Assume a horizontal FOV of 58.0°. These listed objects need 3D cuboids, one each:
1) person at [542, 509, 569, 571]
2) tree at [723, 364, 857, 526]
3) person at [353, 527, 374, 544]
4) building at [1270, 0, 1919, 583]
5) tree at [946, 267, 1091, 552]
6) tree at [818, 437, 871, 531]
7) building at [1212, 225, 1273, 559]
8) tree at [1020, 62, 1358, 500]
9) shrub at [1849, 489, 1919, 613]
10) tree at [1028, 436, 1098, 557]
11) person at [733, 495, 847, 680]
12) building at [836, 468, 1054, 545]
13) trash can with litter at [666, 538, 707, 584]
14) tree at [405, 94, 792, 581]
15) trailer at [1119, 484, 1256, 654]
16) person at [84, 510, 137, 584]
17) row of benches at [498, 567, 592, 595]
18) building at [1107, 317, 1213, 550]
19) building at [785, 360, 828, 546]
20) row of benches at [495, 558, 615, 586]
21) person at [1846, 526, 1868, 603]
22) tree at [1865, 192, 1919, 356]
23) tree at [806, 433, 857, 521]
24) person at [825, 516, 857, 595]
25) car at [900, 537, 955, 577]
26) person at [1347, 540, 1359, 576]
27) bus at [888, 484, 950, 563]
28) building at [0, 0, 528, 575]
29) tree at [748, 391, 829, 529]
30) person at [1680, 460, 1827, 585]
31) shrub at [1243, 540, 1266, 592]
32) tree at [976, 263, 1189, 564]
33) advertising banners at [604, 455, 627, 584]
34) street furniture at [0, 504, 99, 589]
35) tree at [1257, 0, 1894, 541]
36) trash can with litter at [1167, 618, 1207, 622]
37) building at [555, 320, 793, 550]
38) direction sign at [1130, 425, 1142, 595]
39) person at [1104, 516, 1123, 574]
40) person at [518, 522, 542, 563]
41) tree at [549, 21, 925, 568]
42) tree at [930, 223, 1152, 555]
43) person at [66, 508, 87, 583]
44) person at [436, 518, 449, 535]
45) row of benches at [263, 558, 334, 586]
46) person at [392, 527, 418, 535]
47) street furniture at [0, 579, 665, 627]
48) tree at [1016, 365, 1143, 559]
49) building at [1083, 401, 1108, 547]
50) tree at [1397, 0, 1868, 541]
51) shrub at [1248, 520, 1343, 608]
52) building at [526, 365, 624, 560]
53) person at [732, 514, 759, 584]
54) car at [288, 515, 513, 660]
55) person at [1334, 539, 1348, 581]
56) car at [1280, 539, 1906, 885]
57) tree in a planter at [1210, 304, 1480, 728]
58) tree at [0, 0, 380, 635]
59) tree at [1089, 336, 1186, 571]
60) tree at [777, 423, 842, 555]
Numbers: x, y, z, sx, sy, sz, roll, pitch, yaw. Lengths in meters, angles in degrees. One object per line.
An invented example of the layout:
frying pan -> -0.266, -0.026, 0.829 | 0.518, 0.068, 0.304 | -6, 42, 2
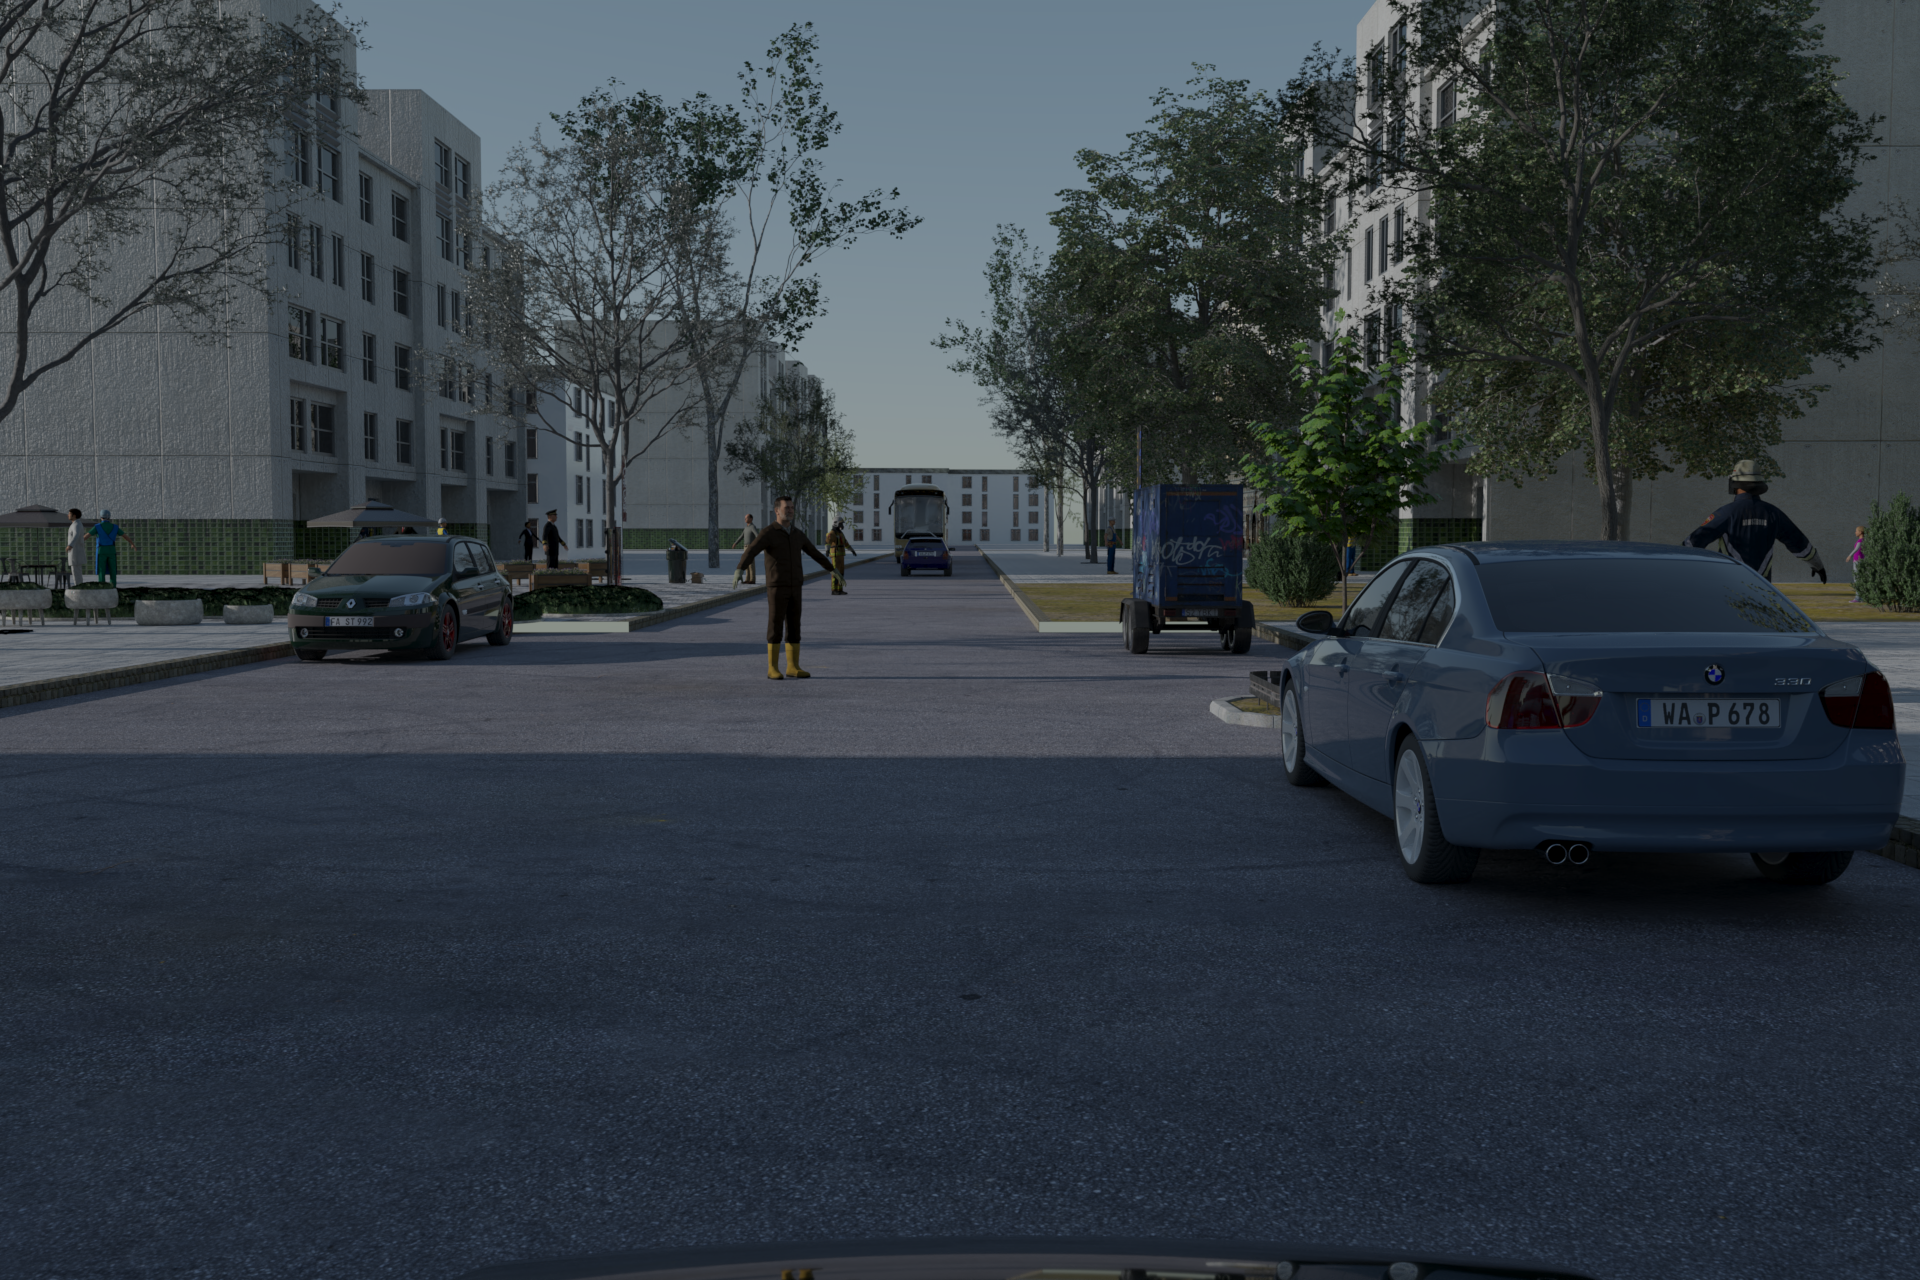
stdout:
person -> -9.060, -1.997, 38.589 | 0.705, 1.837, 1.347 | 0, 4, 7
tree -> -9.430, -9.880, 95.947 | 8.767, 10.594, 7.601 | 1, 4, 12
person -> -20.070, -3.217, 58.381 | 0.705, 1.856, 1.354 | 0, 4, 5
building -> 22.136, -11.877, 60.644 | 16.747, 18.905, 31.486 | 0, 3, 0
tree -> 4.790, -16.450, 124.850 | 12.611, 20.169, 13.585 | 0, 3, 0
tree -> -9.030, -10.938, 129.190 | 4.737, 8.622, 4.395 | 0, 3, 0
building -> 24.404, -16.101, 94.178 | 19.493, 23.208, 18.063 | 0, 3, 0
tree -> 6.478, -8.697, 48.844 | 9.857, 13.997, 8.962 | 0, 3, 0
shrub -> 15.437, -1.463, 28.341 | 1.690, 2.028, 1.600 | 0, 3, 0
tree -> 5.599, -9.033, 98.049 | 4.360, 8.622, 3.978 | 0, 3, 0
person -> -1.721, -0.524, 17.161 | 1.346, 1.812, 0.704 | -3, 5, -41
building -> -1.859, -16.891, 220.775 | 28.070, 9.664, 9.099 | 0, 4, -5
trash can with litter -> -7.114, -2.061, 45.081 | 1.055, 1.170, 0.624 | 0, 4, 1
tree -> -9.709, -8.426, 48.128 | 12.009, 13.543, 11.850 | 0, 3, 0
trailer -> 2.732, -0.898, 21.732 | 1.471, 1.999, 3.904 | 0, 4, -1
person -> -18.637, -1.936, 37.786 | 1.347, 1.817, 0.704 | -3, 5, -45
row of benches -> -8.628, -0.979, 31.474 | 4.104, 0.672, 1.422 | -1, 4, -21
building -> 22.458, -17.306, 149.411 | 16.747, 18.905, 31.486 | 0, 3, 0
building -> -24.474, -19.928, 192.282 | 16.747, 18.905, 31.486 | 0, 4, 1
row of benches -> -10.200, -1.735, 43.829 | 1.422, 0.672, 4.104 | 2, 4, 33
person -> 16.822, -1.422, 32.514 | 0.599, 1.433, 0.991 | 3, 5, 41
tree -> 25.409, -7.817, 38.171 | 12.009, 13.543, 11.850 | 0, 3, 0
tree -> -8.969, -10.495, 121.952 | 4.737, 8.622, 4.395 | 0, 3, 0
person -> -2.847, -1.987, 40.706 | 0.705, 1.858, 1.354 | 2, 4, 26
car -> -1.137, -2.890, 59.826 | 1.945, 1.354, 3.894 | 0, 4, 0
person -> 12.004, -2.881, 53.072 | 0.705, 1.833, 1.349 | 3, 5, 42
bus -> -1.929, -5.909, 88.163 | 2.896, 3.916, 12.252 | 0, 4, 0
building -> -29.740, -12.404, 69.269 | 16.747, 18.905, 31.486 | 0, 4, 0
tree -> -9.241, -8.509, 89.477 | 4.360, 8.622, 3.978 | 0, 3, 0
person -> 6.013, -0.455, 13.311 | 1.351, 1.845, 0.704 | 0, 4, 1
shrub -> 6.781, -1.679, 38.560 | 1.383, 1.207, 1.383 | 0, 3, 0
tree -> 5.765, -10.071, 75.036 | 12.009, 13.543, 11.850 | 0, 3, 0
advertising banners -> -7.454, -2.537, 37.664 | 0.090, 3.025, 2.074 | 0, 4, 2
street furniture -> -33.639, -1.835, 35.035 | 27.439, 1.986, 14.083 | 0, 4, 0
tree -> 8.394, -5.389, 22.526 | 8.767, 10.594, 7.601 | -1, 4, -22
trash can with litter -> 3.490, -0.859, 25.435 | 1.055, 1.170, 0.624 | 0, 4, -1
building -> -25.159, -17.895, 159.036 | 16.747, 18.905, 31.486 | 0, 4, 0
direction sign -> 3.779, -2.723, 36.525 | 0.379, 3.537, 0.876 | 0, 4, 1
person -> 4.865, -3.024, 55.304 | 0.705, 1.847, 1.347 | 2, 4, 28
person -> -15.877, -3.501, 63.955 | 0.721, 1.740, 1.216 | 2, 4, 29
tree -> -8.183, -12.729, 64.001 | 12.611, 20.169, 13.585 | 0, 3, 0
tree -> 4.990, -15.329, 106.519 | 12.611, 20.169, 13.585 | 0, 3, 0
person -> -18.106, -1.788, 35.421 | 0.705, 1.806, 1.347 | -2, 4, -24
person -> -15.849, -2.872, 53.415 | 0.721, 1.772, 1.216 | -3, 5, -43
row of benches -> -16.069, -1.681, 42.951 | 4.104, 0.672, 1.422 | 3, 5, 44
person -> -15.828, -2.639, 49.340 | 1.347, 1.806, 0.705 | 1, 4, 17
street furniture -> -9.699, -0.673, 26.623 | 10.072, 0.657, 5.734 | 0, 4, -6
tree -> 6.198, -9.390, 87.939 | 7.601, 10.594, 8.767 | 1, 4, 12
building -> 22.490, -19.349, 182.821 | 16.747, 18.905, 31.486 | 0, 4, 0
tree -> 13.900, -7.912, 36.009 | 9.857, 13.997, 8.962 | 0, 3, 0
shrub -> 5.916, -1.586, 30.352 | 1.690, 2.028, 1.600 | 0, 3, 0
building -> -23.964, -9.662, 100.128 | 9.099, 9.664, 28.070 | 0, 4, 0
person -> -5.412, -2.330, 44.361 | 0.705, 1.796, 1.348 | -3, 4, -36
car -> -6.659, -0.680, 20.901 | 2.009, 1.686, 4.222 | 0, 3, 0
person -> 10.269, -2.503, 47.055 | 0.705, 1.813, 1.348 | 3, 4, 38
car -> 2.723, 0.222, 8.377 | 2.014, 1.417, 4.499 | 0, 4, 1
tree in a planter -> 3.012, -0.996, 13.512 | 1.991, 3.239, 1.994 | 0, 4, 0
tree -> -12.560, -6.831, 22.055 | 12.009, 13.543, 11.850 | 0, 3, 0
tree -> 6.361, -6.755, 60.803 | 4.737, 8.622, 4.395 | 0, 3, 0
tree -> -9.557, -9.390, 103.892 | 4.360, 8.622, 3.978 | 0, 3, 0
